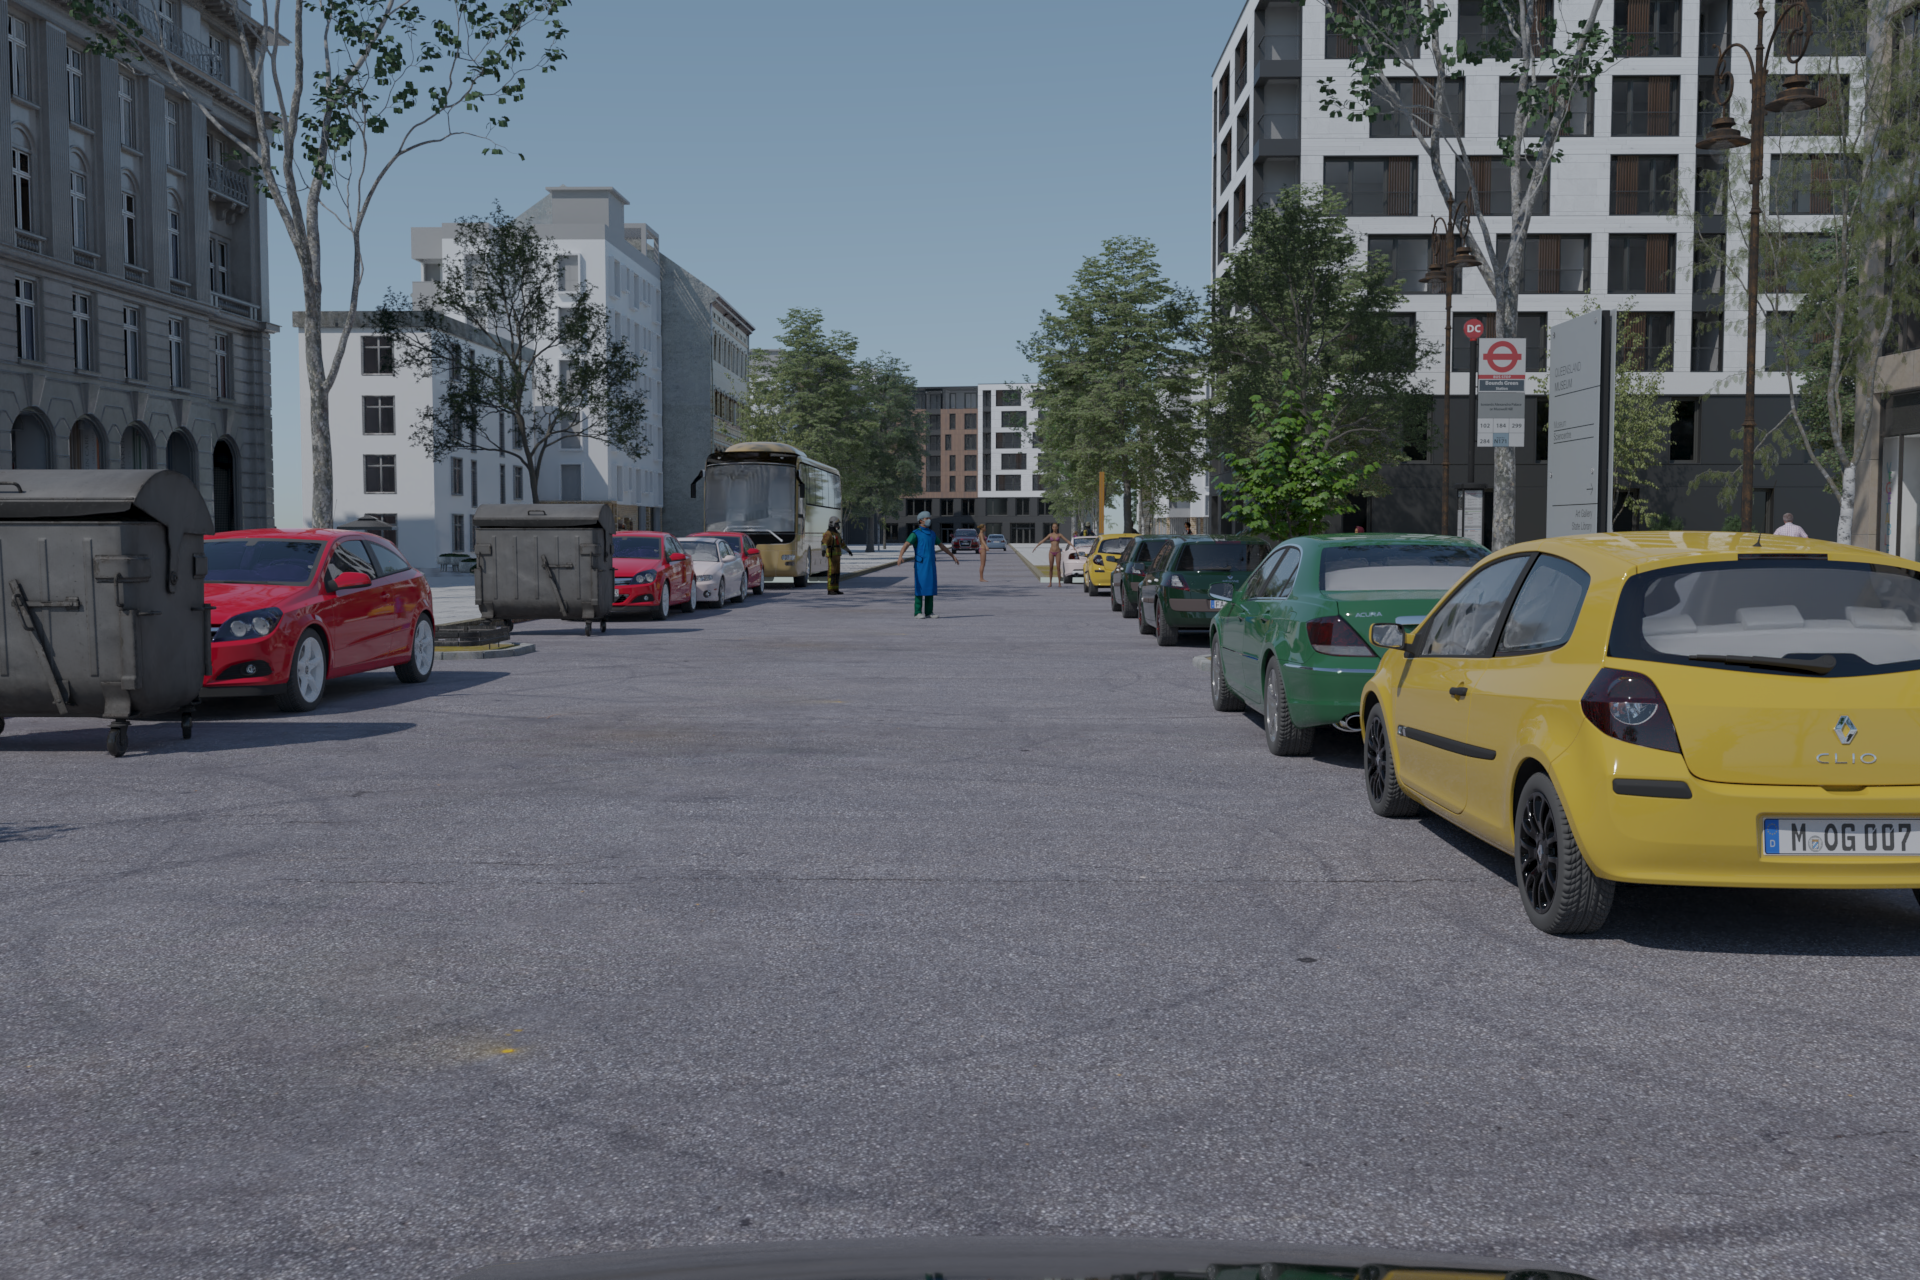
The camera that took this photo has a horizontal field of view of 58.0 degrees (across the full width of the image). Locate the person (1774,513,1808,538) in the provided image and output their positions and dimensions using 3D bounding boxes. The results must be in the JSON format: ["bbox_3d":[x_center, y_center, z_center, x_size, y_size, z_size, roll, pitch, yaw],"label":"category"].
[{"bbox_3d":[17.114,-1.758,35.733,0.756,1.711,0.436,2,4,31],"label":"person"}]

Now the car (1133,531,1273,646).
[{"bbox_3d":[3.397,-0.838,23.486,2.009,1.686,4.222,0,4,1],"label":"car"}]

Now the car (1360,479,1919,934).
[{"bbox_3d":[2.934,0.160,7.615,2.015,1.641,3.980,0,4,1],"label":"car"}]

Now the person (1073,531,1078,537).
[{"bbox_3d":[5.960,-4.821,88.083,0.599,1.433,0.991,-1,4,-17],"label":"person"}]

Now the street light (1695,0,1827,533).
[{"bbox_3d":[6.893,-2.587,15.081,0.468,5.910,1.993,0,4,1],"label":"street light"}]

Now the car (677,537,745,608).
[{"bbox_3d":[-5.469,-1.378,34.885,2.083,1.381,4.827,0,4,1],"label":"car"}]

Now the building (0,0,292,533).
[{"bbox_3d":[-28.014,-12.417,43.678,13.314,22.015,24.055,0,4,1],"label":"building"}]

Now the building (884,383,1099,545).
[{"bbox_3d":[2.864,-24.538,247.621,32.646,21.610,27.936,1,4,11],"label":"building"}]

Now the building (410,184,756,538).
[{"bbox_3d":[-24.815,-17.580,118.365,19.493,23.208,18.063,0,4,1],"label":"building"}]

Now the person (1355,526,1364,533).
[{"bbox_3d":[7.845,-1.536,34.326,0.599,1.438,0.989,-1,4,-13],"label":"person"}]

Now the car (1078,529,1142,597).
[{"bbox_3d":[3.833,-1.890,41.124,2.015,1.641,3.980,0,4,1],"label":"car"}]

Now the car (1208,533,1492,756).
[{"bbox_3d":[2.946,-0.049,12.598,2.131,1.459,4.920,0,4,1],"label":"car"}]

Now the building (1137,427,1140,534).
[{"bbox_3d":[28.158,-22.508,224.423,16.016,20.090,11.380,0,4,1],"label":"building"}]

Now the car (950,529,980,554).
[{"bbox_3d":[0.427,-7.196,126.319,2.281,1.827,5.304,0,4,1],"label":"car"}]

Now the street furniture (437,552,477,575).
[{"bbox_3d":[-13.712,-2.533,57.044,5.734,0.657,10.072,-2,4,-31],"label":"street furniture"}]

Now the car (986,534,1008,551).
[{"bbox_3d":[3.049,-8.215,146.314,2.014,1.417,4.499,0,4,1],"label":"car"}]

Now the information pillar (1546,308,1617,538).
[{"bbox_3d":[6.756,-1.688,18.915,0.184,3.620,1.656,0,4,1],"label":"information pillar"}]

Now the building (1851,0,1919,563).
[{"bbox_3d":[27.654,-13.123,17.771,19.351,26.588,34.151,0,4,1],"label":"building"}]

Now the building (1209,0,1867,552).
[{"bbox_3d":[25.179,-14.407,79.531,27.936,21.610,32.646,0,4,1],"label":"building"}]

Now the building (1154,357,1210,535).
[{"bbox_3d":[25.622,-19.891,181.638,16.016,20.090,11.380,0,4,1],"label":"building"}]

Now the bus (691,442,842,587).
[{"bbox_3d":[-5.223,-3.566,49.847,2.896,3.916,12.252,0,4,1],"label":"bus"}]

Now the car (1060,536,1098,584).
[{"bbox_3d":[3.914,-2.384,51.342,2.083,1.381,4.827,0,4,0],"label":"car"}]

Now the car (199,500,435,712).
[{"bbox_3d":[-6.089,-0.382,15.291,2.155,1.783,4.494,0,4,1],"label":"car"}]

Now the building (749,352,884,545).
[{"bbox_3d":[-24.147,-22.424,210.600,27.936,21.610,32.646,0,4,1],"label":"building"}]

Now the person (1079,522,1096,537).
[{"bbox_3d":[5.948,-4.557,80.281,1.354,1.856,0.705,3,5,42],"label":"person"}]

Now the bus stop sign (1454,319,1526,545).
[{"bbox_3d":[6.591,-2.012,21.591,0.855,3.939,0.416,0,4,1],"label":"bus stop sign"}]

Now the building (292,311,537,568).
[{"bbox_3d":[-23.921,-8.391,79.344,9.099,9.664,28.070,0,4,1],"label":"building"}]

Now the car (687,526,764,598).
[{"bbox_3d":[-5.586,-1.866,39.553,2.155,1.783,4.494,0,4,1],"label":"car"}]

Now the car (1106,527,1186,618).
[{"bbox_3d":[3.638,-1.287,30.825,2.009,1.686,4.222,0,4,1],"label":"car"}]

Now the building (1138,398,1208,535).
[{"bbox_3d":[30.882,-22.649,201.234,19.493,23.208,18.063,0,4,1],"label":"building"}]

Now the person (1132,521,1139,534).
[{"bbox_3d":[7.413,-4.208,74.728,1.347,1.837,0.705,2,4,31],"label":"person"}]

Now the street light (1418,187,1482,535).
[{"bbox_3d":[6.618,-3.104,23.540,0.468,5.910,1.993,0,4,1],"label":"street light"}]

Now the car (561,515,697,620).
[{"bbox_3d":[-5.754,-1.290,30.130,2.155,1.783,4.494,0,4,1],"label":"car"}]

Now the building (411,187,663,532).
[{"bbox_3d":[-23.902,-14.642,95.811,16.016,20.090,11.380,0,4,1],"label":"building"}]

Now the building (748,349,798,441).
[{"bbox_3d":[-23.013,-19.690,178.344,16.016,20.090,11.380,0,4,1],"label":"building"}]

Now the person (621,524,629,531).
[{"bbox_3d":[-17.354,-5.099,89.499,1.348,1.813,0.705,1,4,15],"label":"person"}]
